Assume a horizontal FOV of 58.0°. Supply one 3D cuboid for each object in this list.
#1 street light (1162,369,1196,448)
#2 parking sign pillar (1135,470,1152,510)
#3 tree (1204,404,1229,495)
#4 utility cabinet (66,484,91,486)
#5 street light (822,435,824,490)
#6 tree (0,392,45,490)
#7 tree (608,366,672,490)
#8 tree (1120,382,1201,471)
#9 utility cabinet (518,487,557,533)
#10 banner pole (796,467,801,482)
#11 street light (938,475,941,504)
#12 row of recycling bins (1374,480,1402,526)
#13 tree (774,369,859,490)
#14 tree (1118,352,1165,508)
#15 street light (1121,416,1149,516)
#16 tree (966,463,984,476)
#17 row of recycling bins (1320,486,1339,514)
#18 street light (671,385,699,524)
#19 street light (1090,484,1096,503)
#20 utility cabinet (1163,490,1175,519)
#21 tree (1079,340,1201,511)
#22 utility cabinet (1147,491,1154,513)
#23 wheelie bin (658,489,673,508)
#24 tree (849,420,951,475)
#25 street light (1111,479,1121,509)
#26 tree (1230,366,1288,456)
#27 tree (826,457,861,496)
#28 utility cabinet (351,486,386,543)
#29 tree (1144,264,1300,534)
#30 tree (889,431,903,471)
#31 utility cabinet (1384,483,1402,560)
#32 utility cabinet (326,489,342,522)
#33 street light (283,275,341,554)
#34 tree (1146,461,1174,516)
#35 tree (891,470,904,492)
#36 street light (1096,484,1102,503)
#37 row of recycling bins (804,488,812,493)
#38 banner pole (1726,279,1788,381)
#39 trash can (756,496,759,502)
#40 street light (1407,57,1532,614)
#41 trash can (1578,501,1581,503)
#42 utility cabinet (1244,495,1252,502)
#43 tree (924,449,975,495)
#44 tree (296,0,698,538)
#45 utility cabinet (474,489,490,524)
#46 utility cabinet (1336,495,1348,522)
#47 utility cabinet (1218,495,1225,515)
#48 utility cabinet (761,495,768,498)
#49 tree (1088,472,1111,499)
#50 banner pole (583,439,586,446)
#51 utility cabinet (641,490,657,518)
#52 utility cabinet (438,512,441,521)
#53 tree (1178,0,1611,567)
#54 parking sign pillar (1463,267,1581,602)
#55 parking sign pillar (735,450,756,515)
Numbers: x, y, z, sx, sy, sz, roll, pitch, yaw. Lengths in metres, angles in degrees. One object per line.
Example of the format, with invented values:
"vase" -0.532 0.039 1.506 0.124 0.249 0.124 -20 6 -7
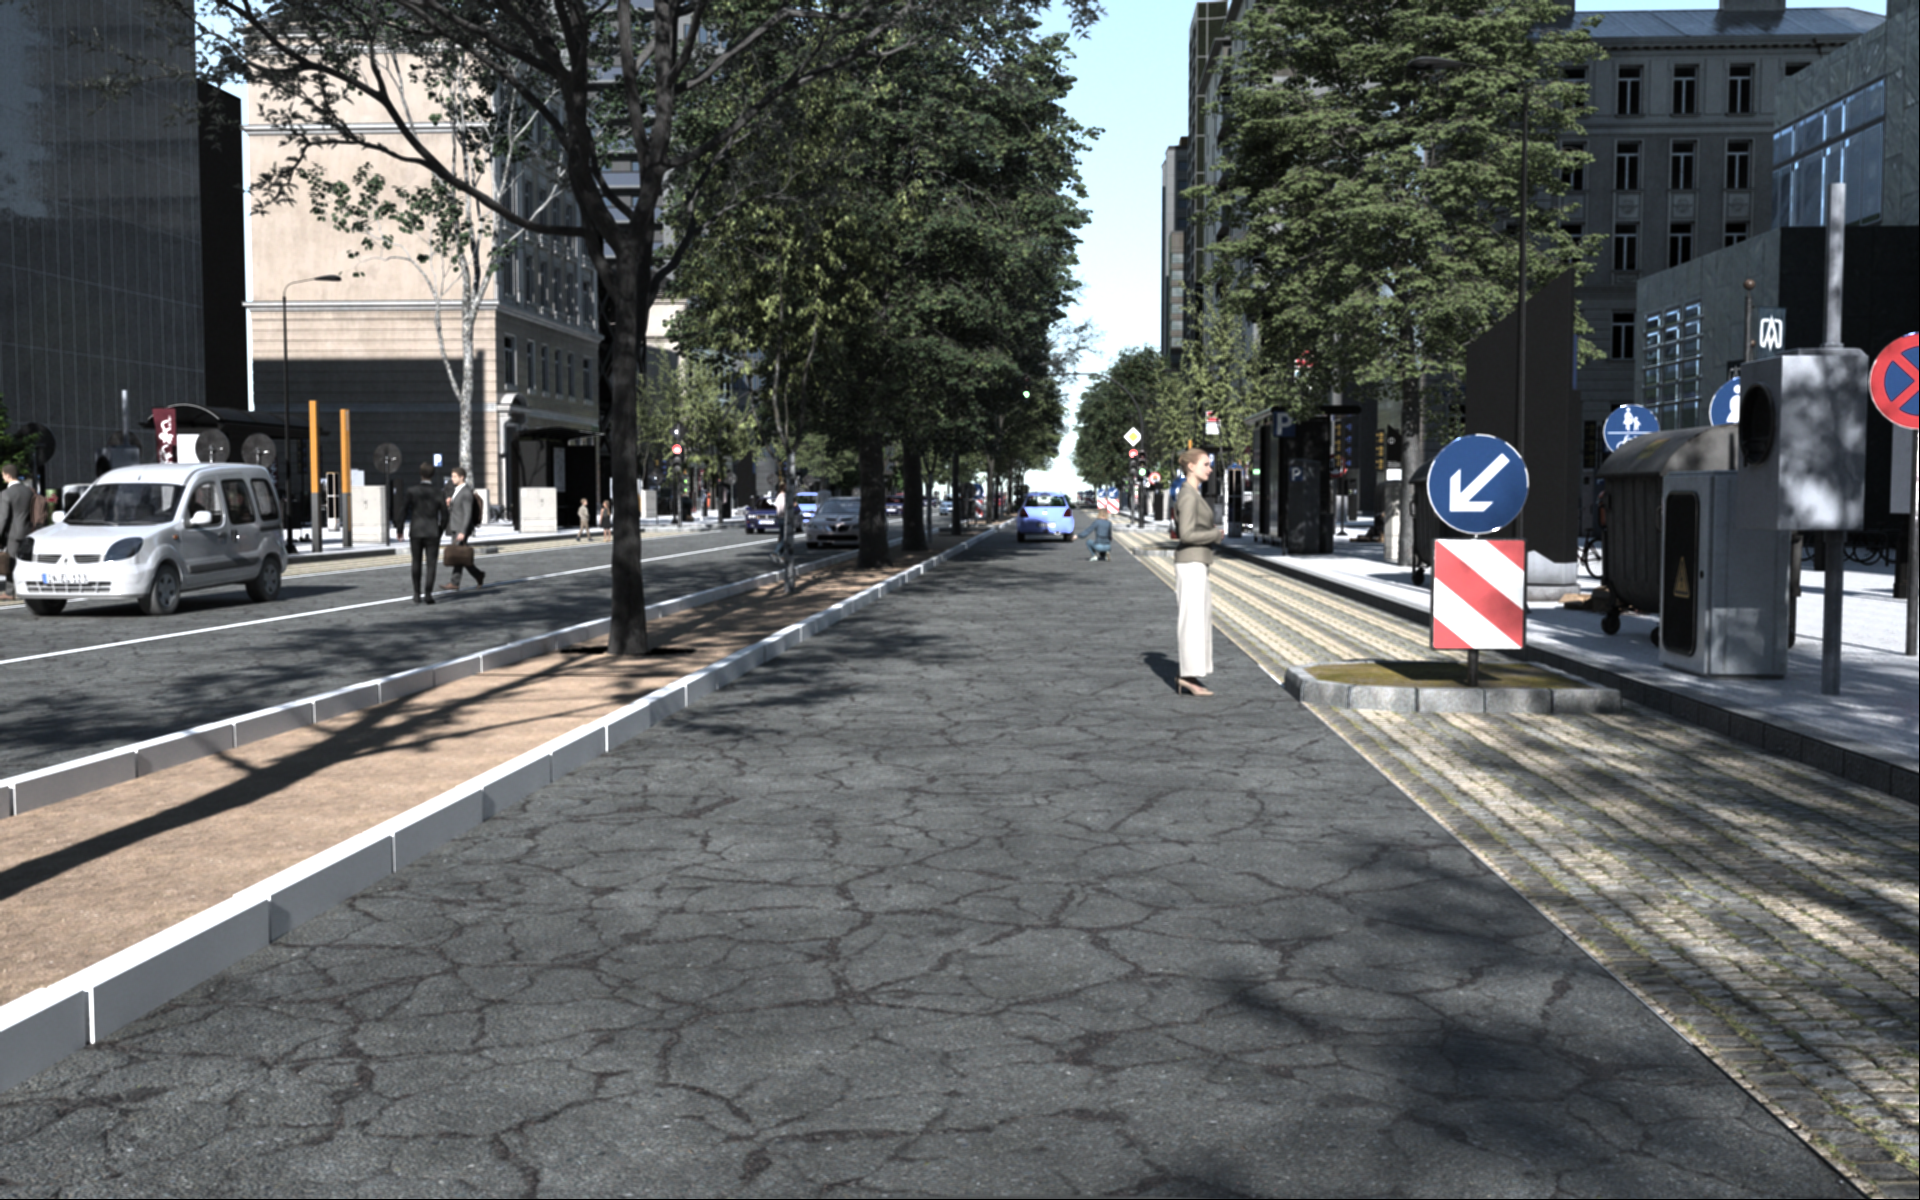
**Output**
"street light" 8.199 -5.620 64.435 1.470 5.913 1.316 0 4 3
"parking sign pillar" 14.749 -9.190 138.726 1.447 3.967 1.447 -3 4 -37
"tree" 20.647 -11.409 136.894 4.360 8.622 3.978 0 3 0
"utility cabinet" -18.668 -1.749 37.269 1.173 1.500 0.318 1 4 22
"street light" -8.925 -8.994 119.592 1.470 5.913 1.316 0 4 3
"tree" -15.778 -2.064 28.345 1.663 3.219 1.824 0 3 0
"tree" -18.384 -9.136 99.731 4.360 8.622 3.978 0 3 0
"tree" 12.659 -9.900 112.226 4.360 8.622 3.978 0 3 0
"utility cabinet" -13.773 -2.926 56.519 1.173 1.500 0.318 -2 4 -28
"banner pole" -12.735 -8.858 134.852 0.863 3.779 0.401 -1 4 -23
"street light" -2.205 -15.962 233.523 1.470 5.913 1.316 0 4 3
"row of recycling bins" 12.591 -2.624 50.009 1.069 1.692 3.534 0 4 5
"tree" -10.241 -12.930 129.528 7.486 12.596 7.792 0 3 0
"tree" 14.595 -15.179 154.827 9.857 13.997 8.962 0 3 0
"street light" 10.475 -7.950 102.523 1.470 5.913 1.316 0 4 3
"tree" 0.807 -22.865 299.594 9.928 11.665 9.643 0 3 0
"row of recycling bins" 18.058 -4.940 87.877 3.534 1.692 1.069 -3 5 -43
"street light" -11.673 -6.201 73.935 1.470 5.913 1.316 0 4 3
"street light" 17.787 -15.397 224.284 1.470 5.913 1.316 0 4 3
"utility cabinet" 10.398 -4.753 86.384 0.318 1.500 1.173 -3 4 -39
"tree" 13.625 -12.960 128.900 9.611 12.733 9.660 0 3 0
"utility cabinet" 12.682 -6.557 115.893 0.318 1.500 1.173 -1 4 -9
"wheelie bin" -18.072 -6.016 106.277 0.980 1.594 0.693 0 4 -4
"tree" -7.274 -14.473 162.390 9.928 11.665 9.643 0 3 0
"street light" 13.266 -10.723 147.860 1.470 5.913 1.316 0 4 3
"tree" 18.235 -9.150 99.971 4.360 8.622 3.978 0 3 0
"tree" -9.256 -9.621 141.012 4.285 4.588 4.351 0 3 0
"utility cabinet" -15.520 -2.240 45.303 1.173 1.500 0.318 1 4 23
"tree" 8.681 -6.421 55.350 4.737 8.622 4.395 0 3 0
"tree" -4.557 -18.439 219.600 7.486 12.596 7.792 0 3 0
"utility cabinet" 8.832 -1.527 33.648 1.173 1.500 0.318 -1 4 -17
"utility cabinet" -28.277 -4.297 78.932 1.173 1.500 0.318 -3 5 -40
"street light" -13.814 -3.937 36.904 1.470 5.913 1.316 0 4 3
"tree" 11.701 -6.484 100.607 1.663 3.219 1.824 0 3 0
"tree" -5.918 -12.640 190.377 4.285 4.588 4.351 0 3 0
"street light" 15.085 -12.605 178.639 1.470 5.913 1.316 0 4 3
"row of recycling bins" -11.442 -7.003 121.606 1.069 1.692 3.534 -2 4 -31
"banner pole" 9.395 -1.856 20.367 0.863 3.779 0.401 -2 4 -25
"trash can" -13.627 -6.293 114.541 0.748 1.137 0.748 0 3 0
"street light" 5.455 -2.814 18.546 1.470 5.913 1.316 0 4 3
"trash can" 11.992 -1.404 34.603 0.748 1.137 0.748 0 3 0
"utility cabinet" 18.620 -6.281 113.861 0.306 1.237 1.020 -2 4 -33
"tree" -1.752 -21.420 267.226 9.611 12.733 9.660 0 3 0
"tree" -13.812 -11.988 51.898 12.611 20.169 13.585 0 3 0
"utility cabinet" -20.832 -4.023 74.461 1.173 1.500 0.318 1 4 8
"utility cabinet" 17.644 -4.209 79.977 0.306 1.237 1.020 2 4 27
"utility cabinet" 15.778 -5.707 104.475 0.306 1.237 1.020 0 4 -4
"utility cabinet" -12.209 -6.115 111.134 1.020 1.237 0.306 0 4 5
"tree" 17.740 -16.609 205.966 7.601 10.594 8.767 2 4 24
"banner pole" -17.257 -5.426 78.735 0.863 3.779 0.401 -3 5 -44
"utility cabinet" -16.553 -5.107 92.174 0.318 1.500 1.173 1 4 19
"utility cabinet" -24.832 -4.362 82.481 0.306 1.237 1.020 0 4 -8
"tree" 7.582 -6.869 30.439 7.486 12.596 7.792 0 3 0
"parking sign pillar" 6.883 -2.004 21.230 1.447 3.967 1.447 3 5 41
"parking sign pillar" -13.139 -7.220 106.512 1.447 3.967 1.447 3 5 41
